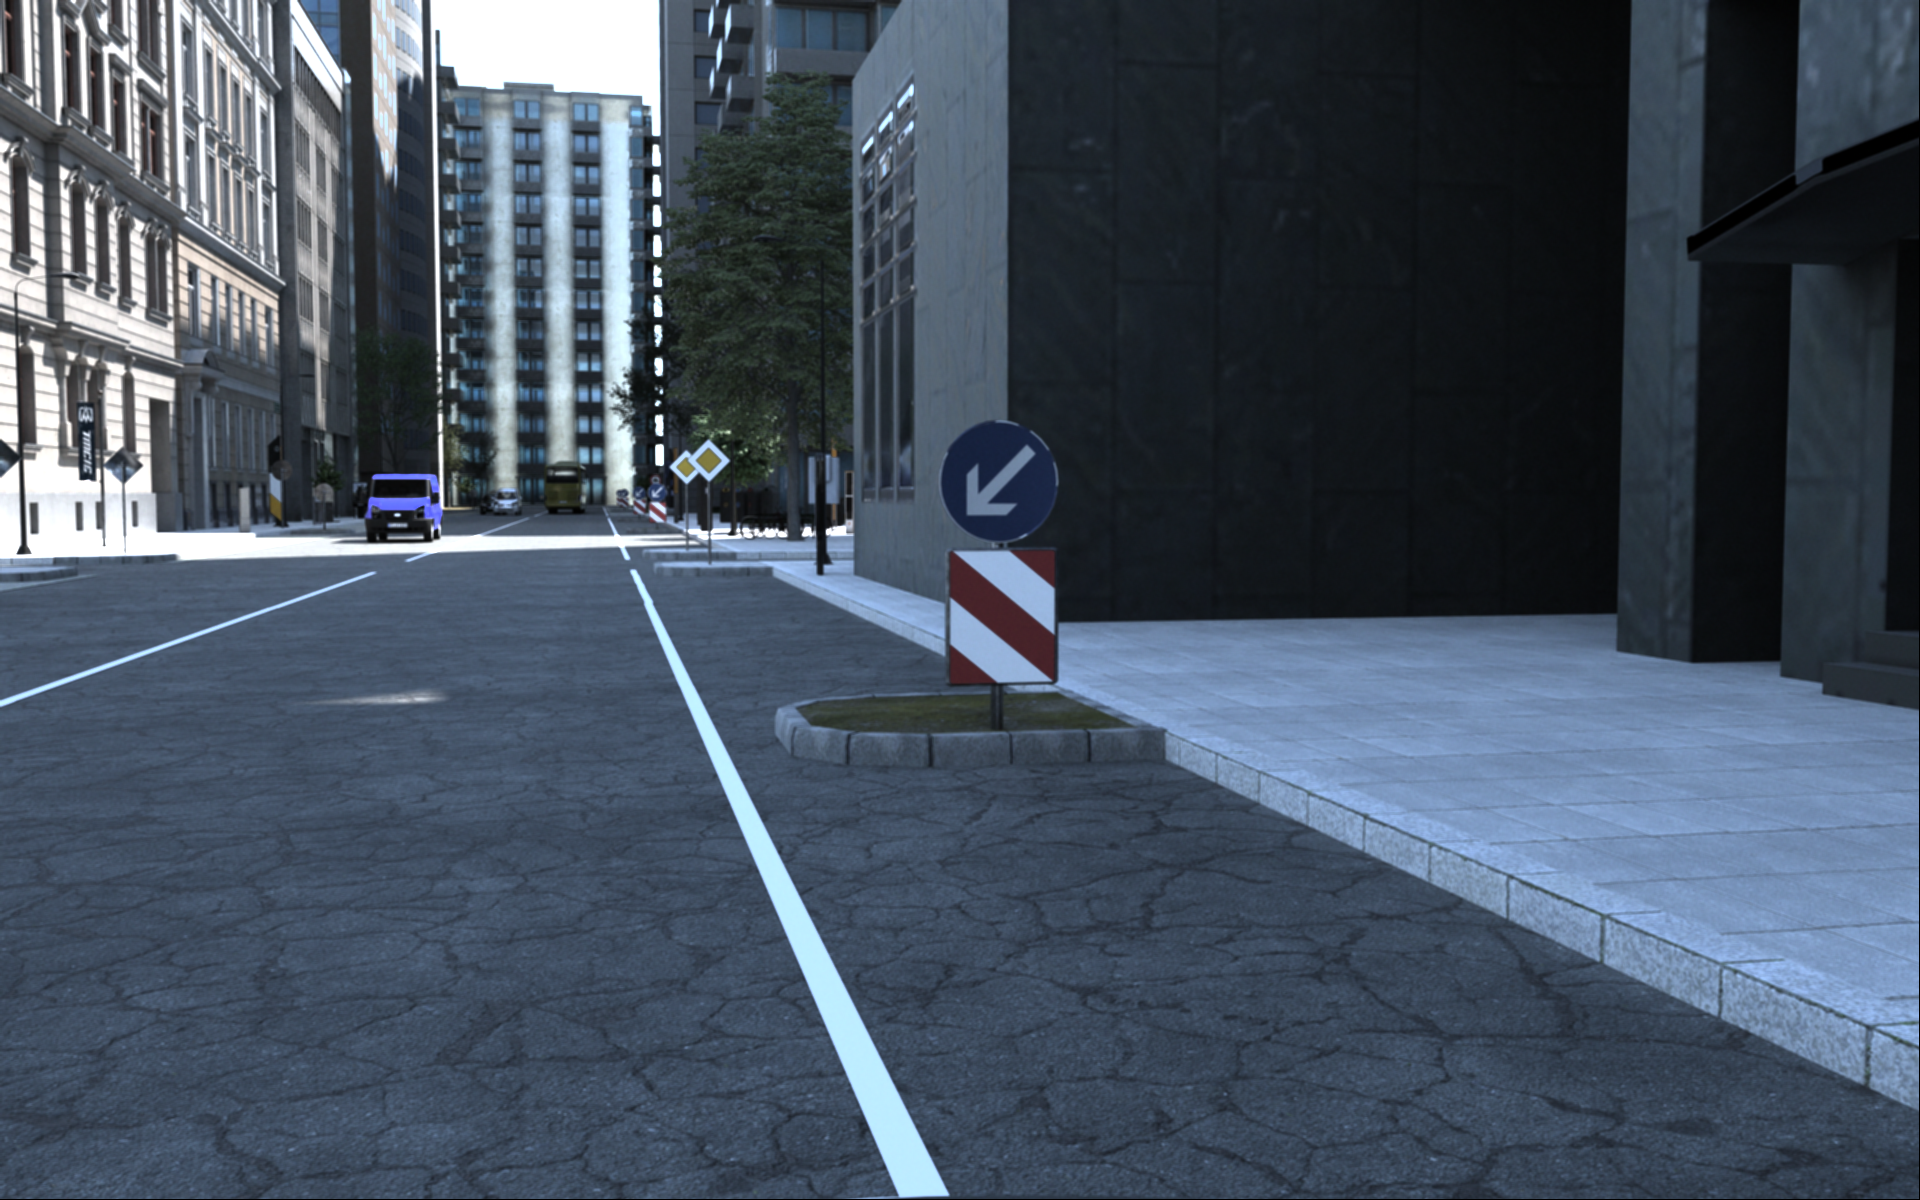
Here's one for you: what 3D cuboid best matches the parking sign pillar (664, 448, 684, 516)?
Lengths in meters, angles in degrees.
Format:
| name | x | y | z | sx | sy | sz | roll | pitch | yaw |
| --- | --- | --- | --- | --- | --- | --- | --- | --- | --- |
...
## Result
| name | x | y | z | sx | sy | sz | roll | pitch | yaw |
| --- | --- | --- | --- | --- | --- | --- | --- | --- | --- |
| parking sign pillar | -16.923 | -6.903 | 101.339 | 1.447 | 3.967 | 1.447 | -1 | 4 | -22 |

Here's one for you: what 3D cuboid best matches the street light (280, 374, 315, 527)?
| name | x | y | z | sx | sy | sz | roll | pitch | yaw |
| --- | --- | --- | --- | --- | --- | --- | --- | --- | --- |
| street light | -25.600 | -5.773 | 66.931 | 1.470 | 5.913 | 1.316 | -1 | 4 | -12 |

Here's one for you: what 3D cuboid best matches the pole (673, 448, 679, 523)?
| name | x | y | z | sx | sy | sz | roll | pitch | yaw |
| --- | --- | --- | --- | --- | --- | --- | --- | --- | --- |
| pole | -12.561 | -5.061 | 76.594 | 0.158 | 3.312 | 0.155 | 0 | 3 | 0 |

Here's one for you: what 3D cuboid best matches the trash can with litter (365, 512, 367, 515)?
| name | x | y | z | sx | sy | sz | roll | pitch | yaw |
| --- | --- | --- | --- | --- | --- | --- | --- | --- | --- |
| trash can with litter | -37.001 | -5.802 | 105.922 | 2.233 | 1.210 | 1.678 | 2 | 4 | 31 |

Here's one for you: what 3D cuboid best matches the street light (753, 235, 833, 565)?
| name | x | y | z | sx | sy | sz | roll | pitch | yaw |
| --- | --- | --- | --- | --- | --- | --- | --- | --- | --- |
| street light | -3.023 | -3.597 | 31.350 | 1.470 | 5.913 | 1.316 | -1 | 4 | -12 |

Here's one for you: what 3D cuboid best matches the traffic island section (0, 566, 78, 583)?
| name | x | y | z | sx | sy | sz | roll | pitch | yaw |
| --- | --- | --- | --- | --- | --- | --- | --- | --- | --- |
| traffic island section | -16.174 | -0.417 | 29.098 | 2.009 | 0.180 | 2.903 | -1 | 4 | -12 |

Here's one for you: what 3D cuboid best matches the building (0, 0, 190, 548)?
| name | x | y | z | sx | sy | sz | roll | pitch | yaw |
| --- | --- | --- | --- | --- | --- | --- | --- | --- | --- |
| building | -30.330 | -15.826 | 46.147 | 14.401 | 28.519 | 23.554 | -1 | 4 | -12 |

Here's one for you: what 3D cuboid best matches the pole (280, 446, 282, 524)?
| name | x | y | z | sx | sy | sz | roll | pitch | yaw |
| --- | --- | --- | --- | --- | --- | --- | --- | --- | --- |
| pole | -28.767 | -4.865 | 73.385 | 0.158 | 3.312 | 0.155 | 0 | 3 | 0 |

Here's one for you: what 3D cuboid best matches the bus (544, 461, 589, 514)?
| name | x | y | z | sx | sy | sz | roll | pitch | yaw |
| --- | --- | --- | --- | --- | --- | --- | --- | --- | --- |
| bus | -29.247 | -8.393 | 128.774 | 2.896 | 3.916 | 12.252 | -1 | 4 | -10 |

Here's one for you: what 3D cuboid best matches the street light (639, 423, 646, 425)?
| name | x | y | z | sx | sy | sz | roll | pitch | yaw |
| --- | --- | --- | --- | --- | --- | --- | --- | --- | --- |
| street light | -20.230 | -8.595 | 113.063 | 1.470 | 5.913 | 1.316 | -1 | 4 | -12 |

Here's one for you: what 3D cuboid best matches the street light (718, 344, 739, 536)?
| name | x | y | z | sx | sy | sz | roll | pitch | yaw |
| --- | --- | --- | --- | --- | --- | --- | --- | --- | --- |
| street light | -7.434 | -4.881 | 52.352 | 1.470 | 5.913 | 1.316 | -1 | 4 | -12 |

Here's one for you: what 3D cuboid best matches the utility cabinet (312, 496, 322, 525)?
| name | x | y | z | sx | sy | sz | roll | pitch | yaw |
| --- | --- | --- | --- | --- | --- | --- | --- | --- | --- |
| utility cabinet | -26.839 | -3.739 | 72.296 | 0.306 | 1.237 | 1.020 | -2 | 4 | -26 |

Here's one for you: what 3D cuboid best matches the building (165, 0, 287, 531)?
| name | x | y | z | sx | sy | sz | roll | pitch | yaw |
| --- | --- | --- | --- | --- | --- | --- | --- | --- | --- |
| building | -34.964 | -17.232 | 67.650 | 13.634 | 28.700 | 20.117 | -1 | 4 | -12 |

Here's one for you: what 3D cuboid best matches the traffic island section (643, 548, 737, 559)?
| name | x | y | z | sx | sy | sz | roll | pitch | yaw |
| --- | --- | --- | --- | --- | --- | --- | --- | --- | --- |
| traffic island section | -6.171 | -1.043 | 39.338 | 2.009 | 0.180 | 2.903 | -1 | 4 | -12 |

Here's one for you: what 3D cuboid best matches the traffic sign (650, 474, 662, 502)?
| name | x | y | z | sx | sy | sz | roll | pitch | yaw |
| --- | --- | --- | --- | --- | --- | --- | --- | --- | --- |
| traffic sign | -19.636 | -6.830 | 111.775 | 0.768 | 2.556 | 0.104 | 0 | 4 | -8 |

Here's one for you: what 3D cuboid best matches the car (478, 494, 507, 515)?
| name | x | y | z | sx | sy | sz | roll | pitch | yaw |
| --- | --- | --- | --- | --- | --- | --- | --- | --- | --- |
| car | -32.731 | -6.835 | 121.531 | 2.009 | 1.686 | 4.222 | -1 | 4 | -13 |

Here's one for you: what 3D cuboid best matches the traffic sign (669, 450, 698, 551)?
| name | x | y | z | sx | sy | sz | roll | pitch | yaw |
| --- | --- | --- | --- | --- | --- | --- | --- | --- | --- |
| traffic sign | -6.192 | -2.178 | 39.256 | 0.795 | 2.450 | 0.064 | -1 | 4 | -12 |

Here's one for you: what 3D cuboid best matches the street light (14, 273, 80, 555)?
| name | x | y | z | sx | sy | sz | roll | pitch | yaw |
| --- | --- | --- | --- | --- | --- | --- | --- | --- | --- |
| street light | -19.169 | -3.905 | 36.386 | 1.470 | 5.913 | 1.316 | -1 | 4 | -12 |

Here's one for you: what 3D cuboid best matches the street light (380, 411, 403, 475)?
| name | x | y | z | sx | sy | sz | roll | pitch | yaw |
| --- | --- | --- | --- | --- | --- | --- | --- | --- | --- |
| street light | -31.938 | -7.629 | 97.277 | 1.470 | 5.913 | 1.316 | -1 | 4 | -12 |

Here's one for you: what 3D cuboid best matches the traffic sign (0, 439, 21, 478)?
| name | x | y | z | sx | sy | sz | roll | pitch | yaw |
| --- | --- | --- | --- | --- | --- | --- | --- | --- | --- |
| traffic sign | -16.153 | -1.553 | 29.041 | 0.795 | 2.450 | 0.064 | -1 | 4 | -12 |

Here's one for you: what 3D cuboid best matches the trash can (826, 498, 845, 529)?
| name | x | y | z | sx | sy | sz | roll | pitch | yaw |
| --- | --- | --- | --- | --- | --- | --- | --- | --- | --- |
| trash can | -4.899 | -3.476 | 68.485 | 0.748 | 1.137 | 0.748 | 0 | 3 | 0 |

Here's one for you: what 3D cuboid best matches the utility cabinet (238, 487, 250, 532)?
| name | x | y | z | sx | sy | sz | roll | pitch | yaw |
| --- | --- | --- | --- | --- | --- | --- | --- | --- | --- |
| utility cabinet | -23.838 | -2.996 | 57.660 | 0.318 | 1.500 | 1.173 | -2 | 4 | -25 |

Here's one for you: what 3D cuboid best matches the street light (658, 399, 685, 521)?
| name | x | y | z | sx | sy | sz | roll | pitch | yaw |
| --- | --- | --- | --- | --- | --- | --- | --- | --- | --- |
| street light | -13.903 | -6.738 | 82.714 | 1.470 | 5.913 | 1.316 | -1 | 4 | -12 |

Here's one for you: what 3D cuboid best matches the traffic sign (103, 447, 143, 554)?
| name | x | y | z | sx | sy | sz | roll | pitch | yaw |
| --- | --- | --- | --- | --- | --- | --- | --- | --- | --- |
| traffic sign | -17.790 | -2.031 | 36.857 | 0.795 | 2.450 | 0.064 | -1 | 4 | -12 |

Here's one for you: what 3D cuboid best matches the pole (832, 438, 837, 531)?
| name | x | y | z | sx | sy | sz | roll | pitch | yaw |
| --- | --- | --- | --- | --- | --- | --- | --- | --- | --- |
| pole | -4.351 | -4.039 | 59.878 | 0.158 | 3.312 | 0.155 | 0 | 3 | 0 |

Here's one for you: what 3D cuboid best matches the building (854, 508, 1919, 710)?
| name | x | y | z | sx | sy | sz | roll | pitch | yaw |
| --- | --- | --- | --- | --- | --- | --- | --- | --- | --- |
| building | 12.416 | -42.768 | 11.930 | 22.319 | 86.520 | 31.000 | -1 | 4 | -12 |

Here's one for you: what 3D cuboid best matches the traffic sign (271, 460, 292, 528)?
| name | x | y | z | sx | sy | sz | roll | pitch | yaw |
| --- | --- | --- | --- | --- | --- | --- | --- | --- | --- |
| traffic sign | -25.403 | -3.963 | 64.904 | 0.768 | 2.556 | 0.104 | 0 | 4 | -4 |

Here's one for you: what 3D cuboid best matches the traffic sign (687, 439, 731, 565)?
| name | x | y | z | sx | sy | sz | roll | pitch | yaw |
| --- | --- | --- | --- | --- | --- | --- | --- | --- | --- |
| traffic sign | -4.555 | -1.700 | 31.440 | 0.795 | 2.450 | 0.064 | -1 | 4 | -12 |

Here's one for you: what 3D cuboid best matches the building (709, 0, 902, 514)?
| name | x | y | z | sx | sy | sz | roll | pitch | yaw |
| --- | --- | --- | --- | --- | --- | --- | --- | --- | --- |
| building | -2.191 | -29.146 | 96.141 | 23.786 | 49.044 | 30.456 | -1 | 4 | -12 |

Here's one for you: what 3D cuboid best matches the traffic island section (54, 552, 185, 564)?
| name | x | y | z | sx | sy | sz | roll | pitch | yaw |
| --- | --- | --- | --- | --- | --- | --- | --- | --- | --- |
| traffic island section | -17.811 | -0.895 | 36.914 | 2.009 | 0.180 | 2.903 | -1 | 4 | -12 |

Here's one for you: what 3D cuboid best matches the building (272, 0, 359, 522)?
| name | x | y | z | sx | sy | sz | roll | pitch | yaw |
| --- | --- | --- | --- | --- | --- | --- | --- | --- | --- |
| building | -38.245 | -16.484 | 87.531 | 12.078 | 24.808 | 19.932 | -1 | 4 | -12 |

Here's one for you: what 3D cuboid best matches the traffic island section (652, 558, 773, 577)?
| name | x | y | z | sx | sy | sz | roll | pitch | yaw |
| --- | --- | --- | --- | --- | --- | --- | --- | --- | --- |
| traffic island section | -4.534 | -0.565 | 31.522 | 2.009 | 0.180 | 2.903 | -1 | 4 | -12 |

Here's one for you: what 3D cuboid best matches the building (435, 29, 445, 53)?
| name | x | y | z | sx | sy | sz | roll | pitch | yaw |
| --- | --- | --- | --- | --- | --- | --- | --- | --- | --- |
| building | -64.226 | -33.487 | 167.123 | 30.456 | 49.044 | 23.786 | -1 | 4 | -12 |
